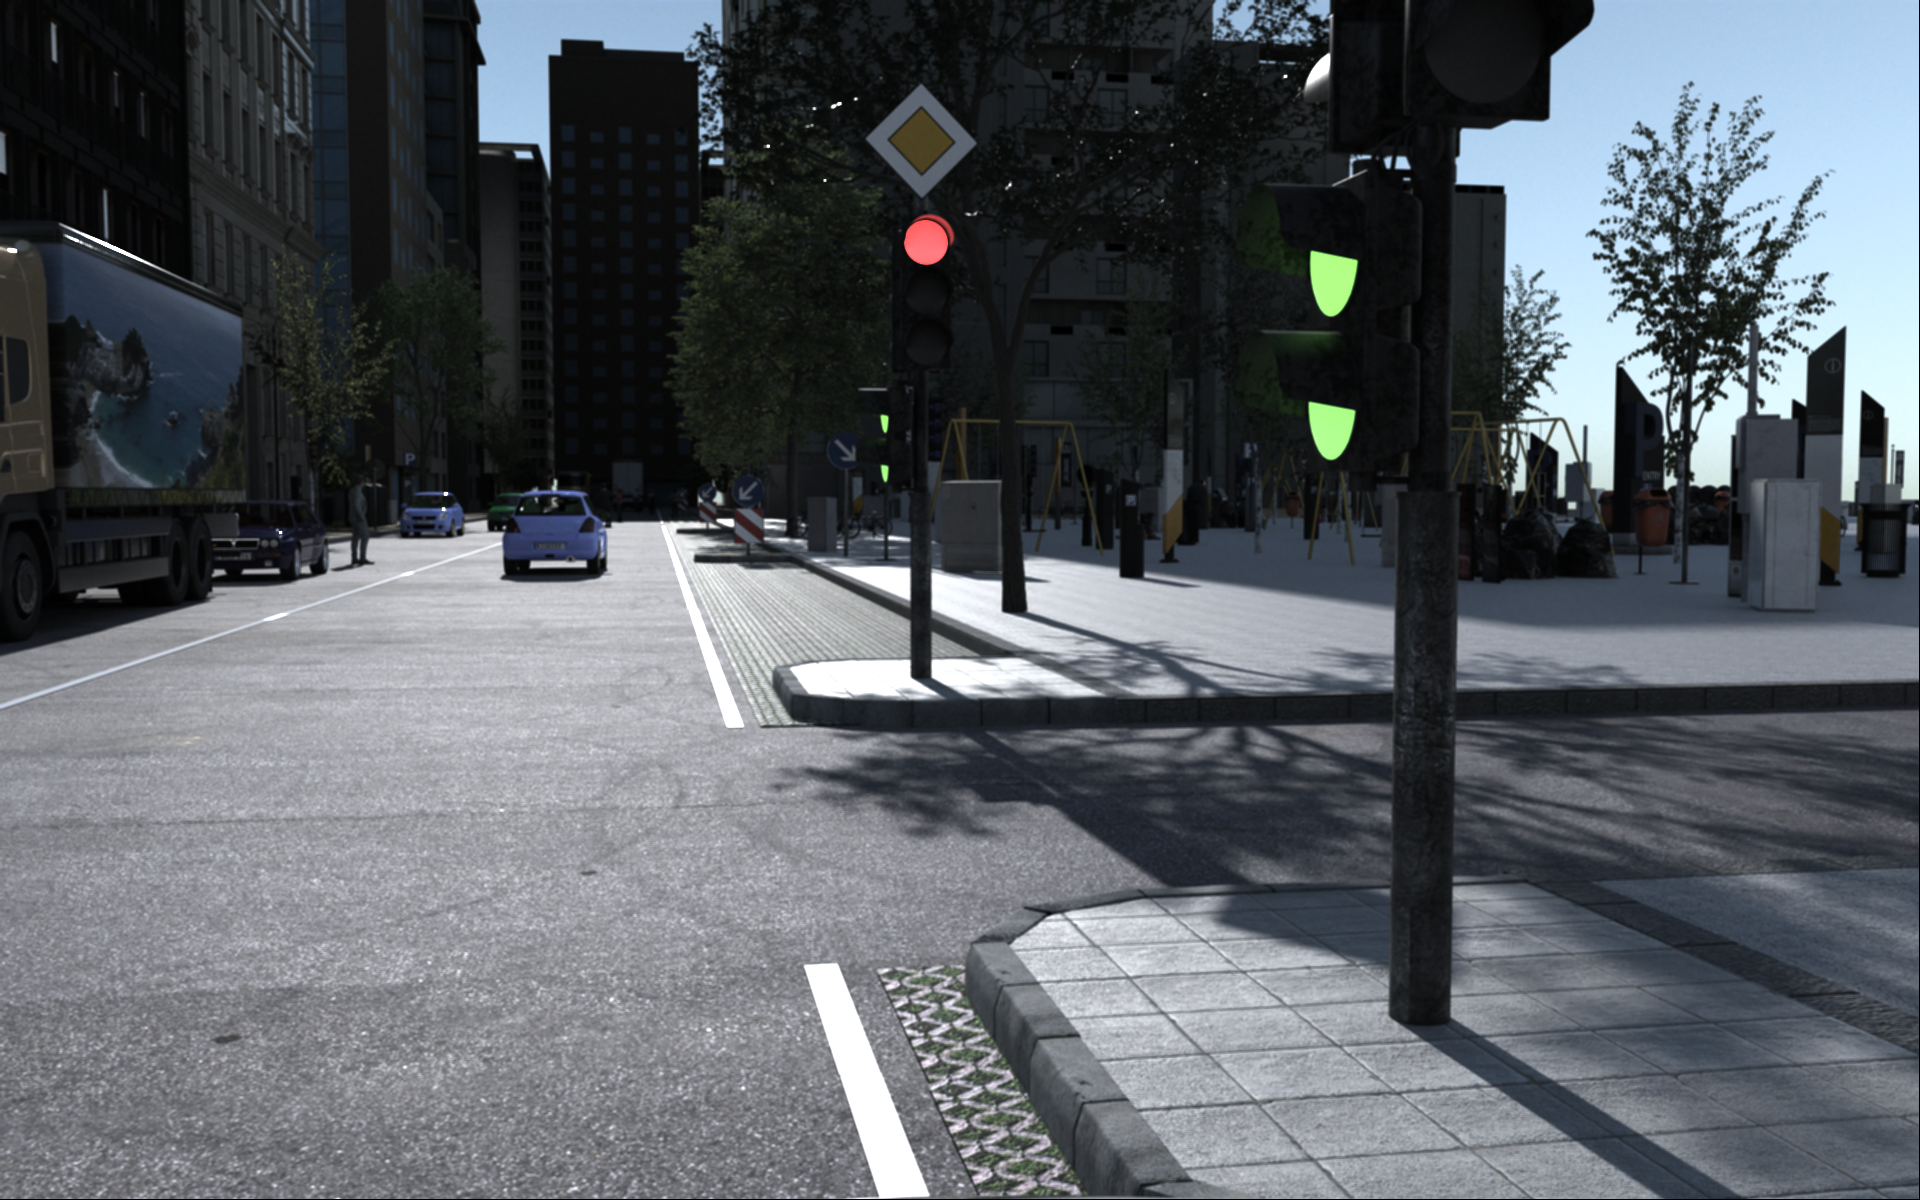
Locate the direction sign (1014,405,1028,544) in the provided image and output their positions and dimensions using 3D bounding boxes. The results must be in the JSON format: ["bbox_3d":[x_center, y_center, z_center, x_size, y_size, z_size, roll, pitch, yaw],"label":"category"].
[{"bbox_3d":[1.447,-3.217,44.589,0.379,3.537,0.876,0,4,7],"label":"direction sign"}]

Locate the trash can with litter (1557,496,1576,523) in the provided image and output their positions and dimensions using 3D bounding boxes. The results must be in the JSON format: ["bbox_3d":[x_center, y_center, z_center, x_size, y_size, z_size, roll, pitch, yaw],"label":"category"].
[{"bbox_3d":[27.777,-4.138,78.720,2.233,1.210,1.678,0,4,1],"label":"trash can with litter"}]

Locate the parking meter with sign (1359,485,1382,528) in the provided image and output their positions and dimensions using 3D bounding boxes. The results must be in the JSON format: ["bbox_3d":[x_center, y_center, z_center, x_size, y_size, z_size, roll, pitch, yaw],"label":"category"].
[{"bbox_3d":[15.994,-4.328,67.017,0.543,3.016,1.738,-1,4,-22],"label":"parking meter with sign"}]

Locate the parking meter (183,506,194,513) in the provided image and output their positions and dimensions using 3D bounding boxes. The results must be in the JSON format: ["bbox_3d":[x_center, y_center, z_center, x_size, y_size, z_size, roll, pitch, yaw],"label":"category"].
[{"bbox_3d":[-16.200,-1.698,36.168,0.372,1.533,0.369,0,3,0],"label":"parking meter"}]

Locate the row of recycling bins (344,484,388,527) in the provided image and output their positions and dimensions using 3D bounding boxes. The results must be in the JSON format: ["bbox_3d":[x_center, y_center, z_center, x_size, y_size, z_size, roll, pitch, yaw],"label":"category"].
[{"bbox_3d":[-23.671,-3.799,69.231,1.069,1.692,3.534,0,4,-2],"label":"row of recycling bins"}]

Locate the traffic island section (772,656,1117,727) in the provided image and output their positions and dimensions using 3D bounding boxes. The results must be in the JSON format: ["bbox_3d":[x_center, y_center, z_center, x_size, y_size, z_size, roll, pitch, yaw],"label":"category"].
[{"bbox_3d":[-0.250,0.622,12.114,2.009,0.180,2.903,-1,4,-10],"label":"traffic island section"}]

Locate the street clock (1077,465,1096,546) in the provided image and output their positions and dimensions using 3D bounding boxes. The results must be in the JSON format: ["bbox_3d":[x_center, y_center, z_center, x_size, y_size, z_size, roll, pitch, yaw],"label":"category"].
[{"bbox_3d":[3.137,-2.335,42.748,0.471,2.002,0.358,3,4,36],"label":"street clock"}]

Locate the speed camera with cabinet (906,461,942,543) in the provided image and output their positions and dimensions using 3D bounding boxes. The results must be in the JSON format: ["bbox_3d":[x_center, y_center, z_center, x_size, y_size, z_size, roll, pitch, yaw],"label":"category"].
[{"bbox_3d":[-0.502,-3.170,46.171,0.660,3.252,2.038,-3,4,-37],"label":"speed camera with cabinet"}]

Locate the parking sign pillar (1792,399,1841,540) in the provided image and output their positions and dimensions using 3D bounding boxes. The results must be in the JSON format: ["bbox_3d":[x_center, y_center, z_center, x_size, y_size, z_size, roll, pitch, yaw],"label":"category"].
[{"bbox_3d":[23.979,-3.680,48.634,1.447,3.967,1.447,3,5,42],"label":"parking sign pillar"}]

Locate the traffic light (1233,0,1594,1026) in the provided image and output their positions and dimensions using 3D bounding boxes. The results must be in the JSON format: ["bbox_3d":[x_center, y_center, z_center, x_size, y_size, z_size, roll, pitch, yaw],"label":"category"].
[{"bbox_3d":[1.108,-0.930,4.131,0.839,4.253,0.868,-1,4,-10],"label":"traffic light"}]

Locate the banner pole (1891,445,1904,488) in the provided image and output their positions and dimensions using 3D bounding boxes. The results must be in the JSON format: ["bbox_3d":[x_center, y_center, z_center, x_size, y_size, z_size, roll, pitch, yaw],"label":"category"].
[{"bbox_3d":[47.388,-5.973,87.674,0.863,3.779,0.401,0,4,-6],"label":"banner pole"}]

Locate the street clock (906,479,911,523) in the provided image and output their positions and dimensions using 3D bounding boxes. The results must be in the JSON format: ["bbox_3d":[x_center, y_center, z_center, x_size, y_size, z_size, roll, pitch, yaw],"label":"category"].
[{"bbox_3d":[-2.153,-4.434,77.067,0.471,2.002,0.358,1,4,18],"label":"street clock"}]

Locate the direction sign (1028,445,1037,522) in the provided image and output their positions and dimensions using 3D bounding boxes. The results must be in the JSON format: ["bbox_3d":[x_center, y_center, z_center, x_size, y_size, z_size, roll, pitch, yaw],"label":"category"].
[{"bbox_3d":[3.189,-5.387,80.069,0.876,3.537,0.379,3,5,41],"label":"direction sign"}]

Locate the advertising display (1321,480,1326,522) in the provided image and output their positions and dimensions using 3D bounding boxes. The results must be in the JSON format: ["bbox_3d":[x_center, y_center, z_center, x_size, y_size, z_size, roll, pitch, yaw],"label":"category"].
[{"bbox_3d":[16.364,-4.553,79.657,0.974,1.923,0.123,3,4,36],"label":"advertising display"}]

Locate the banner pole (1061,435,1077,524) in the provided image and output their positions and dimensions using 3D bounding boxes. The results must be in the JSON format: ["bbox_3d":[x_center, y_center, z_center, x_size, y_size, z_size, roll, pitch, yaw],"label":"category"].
[{"bbox_3d":[4.664,-5.108,73.533,0.863,3.779,0.401,1,4,20],"label":"banner pole"}]

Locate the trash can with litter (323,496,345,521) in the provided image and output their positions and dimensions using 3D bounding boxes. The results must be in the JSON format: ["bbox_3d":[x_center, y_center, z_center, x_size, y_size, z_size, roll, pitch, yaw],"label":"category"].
[{"bbox_3d":[-29.492,-4.297,81.647,1.055,1.170,0.624,-2,4,-28],"label":"trash can with litter"}]

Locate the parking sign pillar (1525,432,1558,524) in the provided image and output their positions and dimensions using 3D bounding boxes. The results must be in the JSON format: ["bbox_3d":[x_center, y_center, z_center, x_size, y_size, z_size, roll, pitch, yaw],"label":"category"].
[{"bbox_3d":[25.252,-5.303,75.170,1.447,3.967,1.447,-3,5,-40],"label":"parking sign pillar"}]

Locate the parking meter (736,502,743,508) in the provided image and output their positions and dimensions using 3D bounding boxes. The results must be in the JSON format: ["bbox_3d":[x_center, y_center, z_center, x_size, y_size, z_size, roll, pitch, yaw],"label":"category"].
[{"bbox_3d":[-9.913,-4.441,78.326,0.399,1.863,0.255,-3,5,-41],"label":"parking meter"}]

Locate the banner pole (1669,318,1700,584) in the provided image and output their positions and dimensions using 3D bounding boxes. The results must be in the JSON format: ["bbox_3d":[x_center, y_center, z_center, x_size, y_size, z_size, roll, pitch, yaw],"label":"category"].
[{"bbox_3d":[10.300,-2.109,24.501,0.401,3.779,0.863,1,4,21],"label":"banner pole"}]

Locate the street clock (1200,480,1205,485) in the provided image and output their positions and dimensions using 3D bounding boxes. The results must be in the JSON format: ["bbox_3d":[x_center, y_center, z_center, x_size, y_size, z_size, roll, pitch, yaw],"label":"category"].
[{"bbox_3d":[12.609,-5.232,90.112,0.358,2.002,0.471,1,4,19],"label":"street clock"}]

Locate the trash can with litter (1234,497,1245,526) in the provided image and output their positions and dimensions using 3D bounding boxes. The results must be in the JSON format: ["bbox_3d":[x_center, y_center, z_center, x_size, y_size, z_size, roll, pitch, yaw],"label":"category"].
[{"bbox_3d":[11.221,-3.583,69.964,0.624,1.170,1.055,-1,4,-20],"label":"trash can with litter"}]

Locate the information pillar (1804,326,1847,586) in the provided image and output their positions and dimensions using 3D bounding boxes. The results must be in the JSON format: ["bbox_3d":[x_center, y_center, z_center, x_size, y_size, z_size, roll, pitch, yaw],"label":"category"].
[{"bbox_3d":[12.119,-2.013,24.272,0.504,3.616,0.183,2,4,33],"label":"information pillar"}]

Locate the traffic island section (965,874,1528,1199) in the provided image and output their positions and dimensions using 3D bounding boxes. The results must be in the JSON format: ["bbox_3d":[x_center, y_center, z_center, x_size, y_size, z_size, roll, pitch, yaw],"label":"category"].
[{"bbox_3d":[1.149,1.103,4.252,2.009,0.180,2.903,-1,4,-10],"label":"traffic island section"}]

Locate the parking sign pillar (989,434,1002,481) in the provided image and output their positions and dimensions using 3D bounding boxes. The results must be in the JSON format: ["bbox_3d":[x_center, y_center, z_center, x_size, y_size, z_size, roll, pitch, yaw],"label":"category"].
[{"bbox_3d":[1.594,-5.381,76.454,1.447,3.967,1.447,0,4,-7],"label":"parking sign pillar"}]

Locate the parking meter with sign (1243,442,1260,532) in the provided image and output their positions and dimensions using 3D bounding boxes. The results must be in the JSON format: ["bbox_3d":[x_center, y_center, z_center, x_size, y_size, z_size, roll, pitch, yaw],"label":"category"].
[{"bbox_3d":[9.990,-3.843,59.094,0.543,3.016,1.738,1,4,14],"label":"parking meter with sign"}]

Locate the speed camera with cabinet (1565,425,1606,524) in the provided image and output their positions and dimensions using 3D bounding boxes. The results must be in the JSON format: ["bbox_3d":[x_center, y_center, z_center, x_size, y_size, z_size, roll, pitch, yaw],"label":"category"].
[{"bbox_3d":[18.245,-3.437,50.525,0.660,3.252,2.038,3,4,37],"label":"speed camera with cabinet"}]

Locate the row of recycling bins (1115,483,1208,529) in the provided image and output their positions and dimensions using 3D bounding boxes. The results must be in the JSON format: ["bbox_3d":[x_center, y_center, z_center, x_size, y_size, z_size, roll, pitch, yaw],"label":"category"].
[{"bbox_3d":[7.418,-3.466,63.779,3.534,1.692,1.069,1,4,20],"label":"row of recycling bins"}]

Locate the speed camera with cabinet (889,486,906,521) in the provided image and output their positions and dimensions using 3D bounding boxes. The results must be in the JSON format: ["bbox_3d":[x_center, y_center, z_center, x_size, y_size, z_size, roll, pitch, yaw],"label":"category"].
[{"bbox_3d":[-2.612,-5.359,81.963,0.660,3.252,2.038,-2,4,-33],"label":"speed camera with cabinet"}]

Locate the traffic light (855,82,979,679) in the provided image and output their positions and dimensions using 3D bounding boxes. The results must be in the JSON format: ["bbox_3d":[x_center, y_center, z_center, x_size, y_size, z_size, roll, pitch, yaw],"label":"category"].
[{"bbox_3d":[-0.291,-1.411,11.993,0.839,4.253,0.868,-1,4,-10],"label":"traffic light"}]

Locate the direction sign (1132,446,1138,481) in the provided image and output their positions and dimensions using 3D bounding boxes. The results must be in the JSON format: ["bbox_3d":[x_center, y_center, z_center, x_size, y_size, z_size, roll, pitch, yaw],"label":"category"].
[{"bbox_3d":[8.193,-5.456,81.208,0.379,3.537,0.876,-1,4,-8],"label":"direction sign"}]

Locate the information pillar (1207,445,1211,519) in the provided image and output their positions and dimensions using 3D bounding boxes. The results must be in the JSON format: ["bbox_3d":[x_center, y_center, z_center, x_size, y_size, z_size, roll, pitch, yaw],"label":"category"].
[{"bbox_3d":[11.958,-5.618,83.205,0.183,3.616,0.504,0,4,-6],"label":"information pillar"}]

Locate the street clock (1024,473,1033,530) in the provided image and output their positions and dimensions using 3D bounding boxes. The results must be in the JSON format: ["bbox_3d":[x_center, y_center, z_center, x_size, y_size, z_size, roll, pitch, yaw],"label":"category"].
[{"bbox_3d":[2.362,-3.371,59.682,0.358,2.002,0.471,0,4,7],"label":"street clock"}]

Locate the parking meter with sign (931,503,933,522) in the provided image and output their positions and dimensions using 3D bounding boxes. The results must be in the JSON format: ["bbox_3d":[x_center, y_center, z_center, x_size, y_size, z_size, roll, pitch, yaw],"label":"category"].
[{"bbox_3d":[-1.281,-5.042,78.704,1.738,3.016,0.543,-1,4,-10],"label":"parking meter with sign"}]

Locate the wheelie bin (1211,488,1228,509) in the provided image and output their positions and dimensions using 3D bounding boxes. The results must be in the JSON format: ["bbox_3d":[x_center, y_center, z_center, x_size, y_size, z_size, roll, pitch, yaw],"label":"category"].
[{"bbox_3d":[13.136,-4.896,87.964,0.693,1.594,0.980,3,4,37],"label":"wheelie bin"}]

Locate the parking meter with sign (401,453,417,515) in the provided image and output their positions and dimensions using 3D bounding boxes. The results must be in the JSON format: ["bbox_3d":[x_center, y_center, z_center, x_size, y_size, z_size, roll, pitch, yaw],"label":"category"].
[{"bbox_3d":[-22.935,-4.632,72.000,0.543,3.016,1.738,-1,4,-11],"label":"parking meter with sign"}]

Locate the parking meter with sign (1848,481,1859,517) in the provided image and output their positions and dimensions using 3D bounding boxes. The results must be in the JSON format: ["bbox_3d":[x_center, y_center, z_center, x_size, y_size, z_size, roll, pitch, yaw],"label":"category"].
[{"bbox_3d":[50.899,-6.206,97.731,1.738,3.016,0.543,-1,4,-11],"label":"parking meter with sign"}]

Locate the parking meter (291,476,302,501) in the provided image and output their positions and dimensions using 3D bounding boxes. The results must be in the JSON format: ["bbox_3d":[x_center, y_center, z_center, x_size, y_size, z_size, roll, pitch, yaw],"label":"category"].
[{"bbox_3d":[-21.332,-3.059,55.721,0.255,1.863,0.399,0,4,-2],"label":"parking meter"}]

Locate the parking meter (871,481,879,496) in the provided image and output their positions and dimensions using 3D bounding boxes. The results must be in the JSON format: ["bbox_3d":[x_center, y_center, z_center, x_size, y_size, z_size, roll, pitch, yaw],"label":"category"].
[{"bbox_3d":[-3.928,-4.539,79.925,0.255,1.863,0.399,2,4,29],"label":"parking meter"}]

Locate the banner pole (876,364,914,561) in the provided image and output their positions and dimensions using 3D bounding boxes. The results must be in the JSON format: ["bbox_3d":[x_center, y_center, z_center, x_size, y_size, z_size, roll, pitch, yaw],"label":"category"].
[{"bbox_3d":[-1.194,-2.651,33.367,0.863,3.779,0.401,0,4,-1],"label":"banner pole"}]

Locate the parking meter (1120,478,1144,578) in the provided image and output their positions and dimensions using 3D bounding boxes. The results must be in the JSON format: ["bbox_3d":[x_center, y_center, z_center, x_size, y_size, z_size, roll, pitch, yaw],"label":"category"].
[{"bbox_3d":[2.650,-1.117,26.674,0.372,1.533,0.369,0,3,0],"label":"parking meter"}]

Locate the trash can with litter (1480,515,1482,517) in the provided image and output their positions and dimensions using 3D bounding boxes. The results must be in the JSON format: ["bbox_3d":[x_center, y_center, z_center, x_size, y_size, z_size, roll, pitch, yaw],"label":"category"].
[{"bbox_3d":[28.439,-4.959,92.135,2.233,1.210,1.678,2,4,28],"label":"trash can with litter"}]

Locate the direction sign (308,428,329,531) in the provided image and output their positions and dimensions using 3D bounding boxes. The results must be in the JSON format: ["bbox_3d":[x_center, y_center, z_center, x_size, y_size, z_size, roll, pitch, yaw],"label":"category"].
[{"bbox_3d":[-22.012,-4.132,59.559,0.379,3.537,0.876,2,4,28],"label":"direction sign"}]

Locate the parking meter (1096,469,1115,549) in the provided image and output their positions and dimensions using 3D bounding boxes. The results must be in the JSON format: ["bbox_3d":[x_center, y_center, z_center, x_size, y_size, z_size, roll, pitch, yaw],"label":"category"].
[{"bbox_3d":[3.371,-2.111,40.225,0.399,1.863,0.255,-3,5,-40],"label":"parking meter"}]

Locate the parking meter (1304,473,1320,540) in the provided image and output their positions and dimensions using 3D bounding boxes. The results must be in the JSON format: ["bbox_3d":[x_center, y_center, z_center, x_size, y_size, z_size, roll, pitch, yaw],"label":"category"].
[{"bbox_3d":[9.948,-2.644,48.933,0.399,1.863,0.255,-1,4,-17],"label":"parking meter"}]

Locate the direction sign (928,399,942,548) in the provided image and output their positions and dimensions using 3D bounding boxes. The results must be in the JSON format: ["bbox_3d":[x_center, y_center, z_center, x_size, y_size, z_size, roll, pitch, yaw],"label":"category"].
[{"bbox_3d":[-0.864,-3.009,41.197,0.876,3.537,0.379,0,4,1],"label":"direction sign"}]

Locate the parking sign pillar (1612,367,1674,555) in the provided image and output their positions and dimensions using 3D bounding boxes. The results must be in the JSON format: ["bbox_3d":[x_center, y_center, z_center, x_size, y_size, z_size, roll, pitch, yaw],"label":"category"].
[{"bbox_3d":[14.540,-2.972,37.067,1.447,3.967,1.447,-3,4,-38],"label":"parking sign pillar"}]

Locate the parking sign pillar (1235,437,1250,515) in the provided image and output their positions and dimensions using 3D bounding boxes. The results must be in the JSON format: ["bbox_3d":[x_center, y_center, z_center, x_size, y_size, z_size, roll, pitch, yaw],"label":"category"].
[{"bbox_3d":[13.256,-5.677,81.294,1.447,3.967,1.447,0,4,-2],"label":"parking sign pillar"}]

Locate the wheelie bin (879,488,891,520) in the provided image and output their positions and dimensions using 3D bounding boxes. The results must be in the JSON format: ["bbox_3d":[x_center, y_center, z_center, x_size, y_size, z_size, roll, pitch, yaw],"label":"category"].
[{"bbox_3d":[-3.674,-4.624,83.518,0.693,1.594,0.980,0,4,4],"label":"wheelie bin"}]

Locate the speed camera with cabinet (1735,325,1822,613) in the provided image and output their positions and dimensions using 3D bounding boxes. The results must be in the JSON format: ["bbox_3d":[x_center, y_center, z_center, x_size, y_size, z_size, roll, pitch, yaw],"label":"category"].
[{"bbox_3d":[9.269,-1.547,19.623,0.660,3.252,2.038,1,4,16],"label":"speed camera with cabinet"}]

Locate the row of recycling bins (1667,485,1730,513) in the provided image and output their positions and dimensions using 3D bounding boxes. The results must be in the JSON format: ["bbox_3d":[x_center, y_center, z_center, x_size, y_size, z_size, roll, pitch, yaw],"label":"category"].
[{"bbox_3d":[35.350,-4.627,82.765,1.069,1.692,3.534,-2,4,-29],"label":"row of recycling bins"}]
